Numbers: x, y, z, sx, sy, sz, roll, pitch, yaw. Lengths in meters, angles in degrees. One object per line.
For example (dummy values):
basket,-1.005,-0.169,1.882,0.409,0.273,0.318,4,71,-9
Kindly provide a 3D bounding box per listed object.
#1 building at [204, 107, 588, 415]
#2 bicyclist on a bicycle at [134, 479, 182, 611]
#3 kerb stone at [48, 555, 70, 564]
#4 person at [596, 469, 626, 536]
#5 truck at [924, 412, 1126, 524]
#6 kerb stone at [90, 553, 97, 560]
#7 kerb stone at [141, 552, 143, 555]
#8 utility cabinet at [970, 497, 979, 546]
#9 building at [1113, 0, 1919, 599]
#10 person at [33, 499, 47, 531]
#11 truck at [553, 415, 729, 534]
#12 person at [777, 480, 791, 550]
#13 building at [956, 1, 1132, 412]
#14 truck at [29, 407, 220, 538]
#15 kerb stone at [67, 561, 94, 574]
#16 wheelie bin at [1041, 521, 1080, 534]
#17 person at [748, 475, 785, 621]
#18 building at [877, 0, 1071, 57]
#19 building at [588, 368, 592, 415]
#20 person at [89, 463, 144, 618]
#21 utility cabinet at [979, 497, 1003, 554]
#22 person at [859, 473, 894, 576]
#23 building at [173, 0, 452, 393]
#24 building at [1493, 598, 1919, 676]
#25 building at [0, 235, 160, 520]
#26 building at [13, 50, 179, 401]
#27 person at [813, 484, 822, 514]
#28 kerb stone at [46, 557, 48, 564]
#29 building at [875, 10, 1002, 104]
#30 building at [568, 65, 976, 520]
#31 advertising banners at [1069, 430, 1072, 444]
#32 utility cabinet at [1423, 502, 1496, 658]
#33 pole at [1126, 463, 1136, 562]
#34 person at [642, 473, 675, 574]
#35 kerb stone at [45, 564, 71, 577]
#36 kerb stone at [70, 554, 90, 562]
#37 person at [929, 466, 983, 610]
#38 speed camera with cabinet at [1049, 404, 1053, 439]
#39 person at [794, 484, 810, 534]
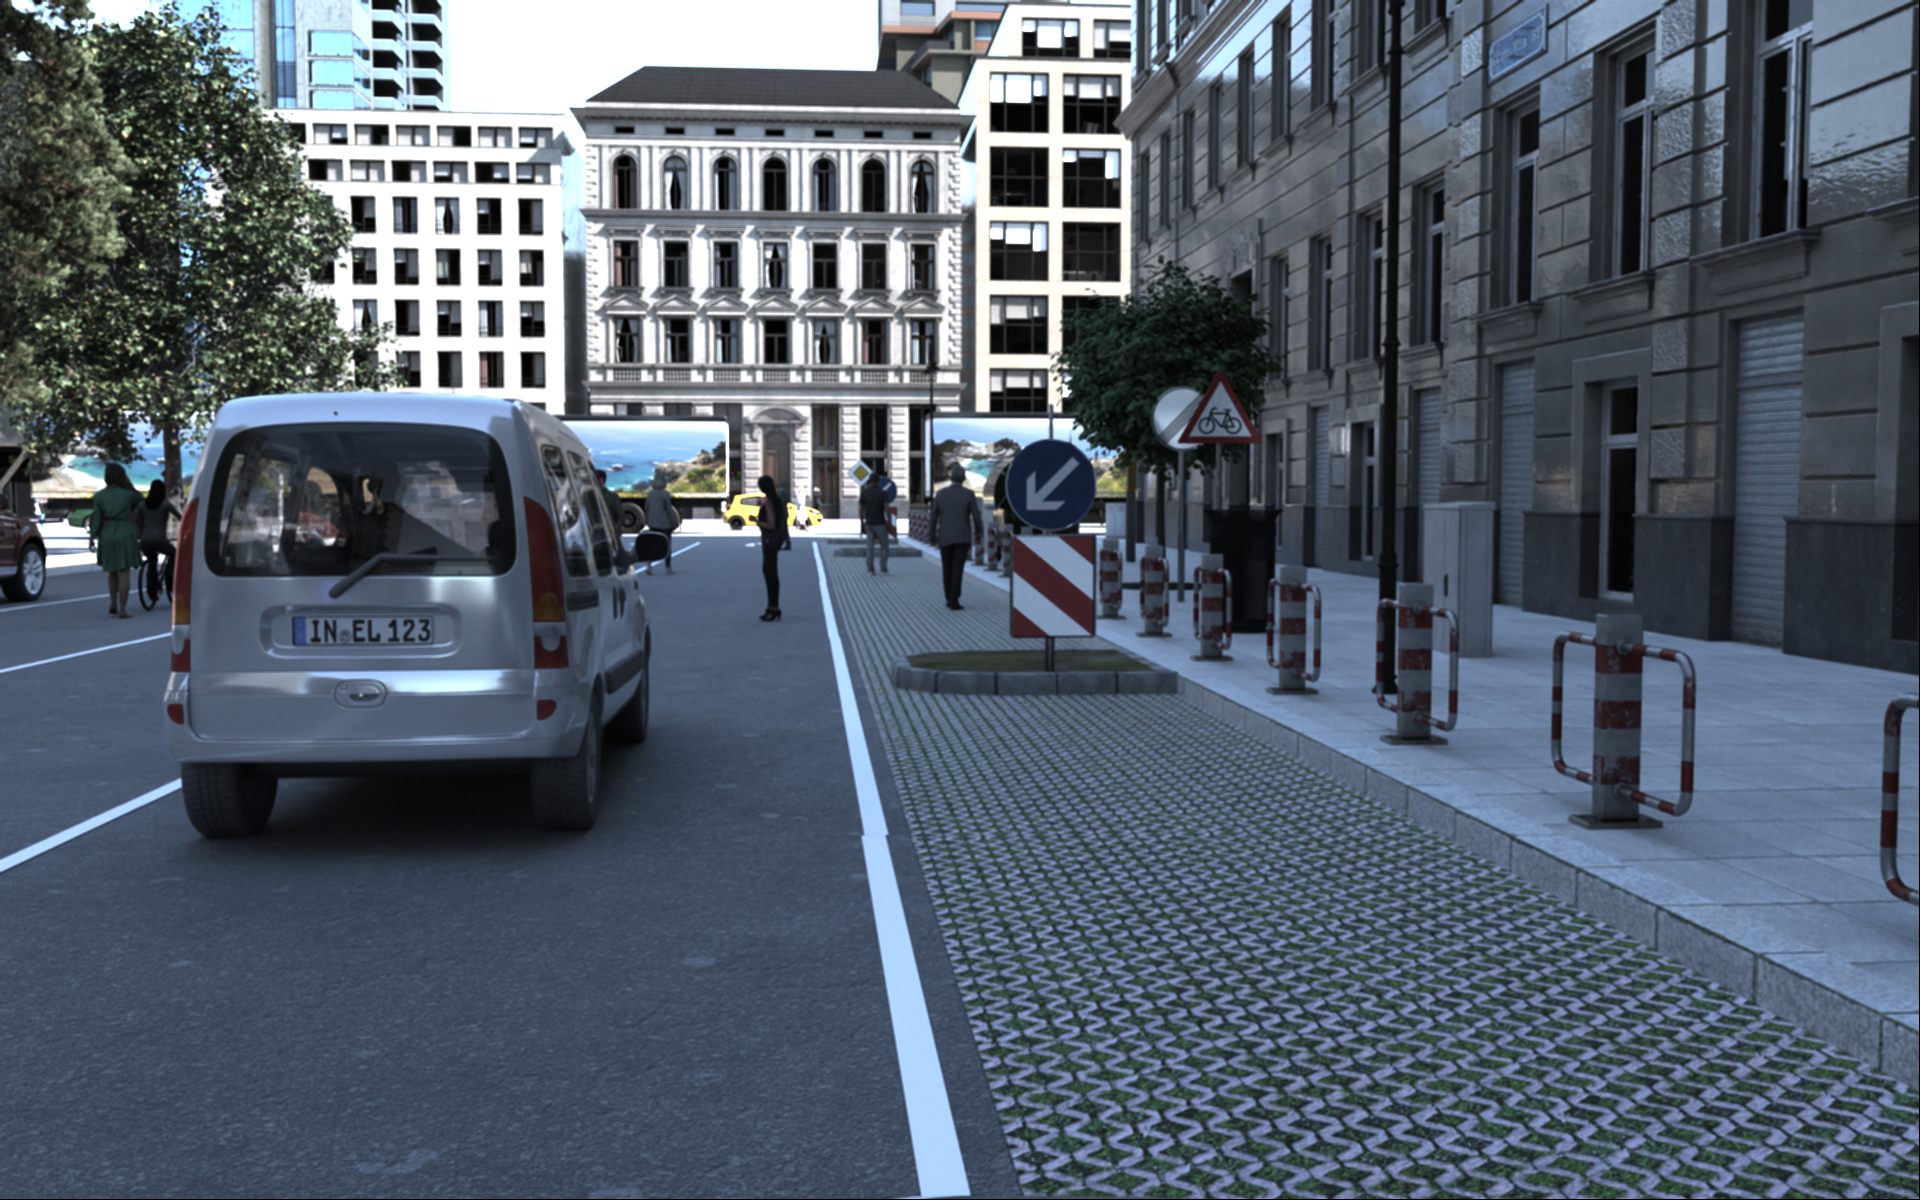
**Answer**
building,-28.464,-14.368,89.662,16.860,20.320,10.420,0,4,-5
bicyclist on a bicycle,-10.025,-0.715,21.709,1.499,1.676,1.625,0,4,-7
kerb stone,-18.515,-0.807,35.389,0.120,0.150,1.000,0,4,-5
person,-4.893,-0.855,23.011,0.617,1.759,0.750,3,5,40
truck,4.452,-4.395,60.775,11.283,4.237,2.839,0,4,-6
kerb stone,-18.698,-0.931,37.434,0.120,0.150,1.000,0,4,-5
kerb stone,-18.885,-1.057,39.479,0.120,0.150,1.000,0,4,-5
utility cabinet,0.384,-1.965,43.297,0.306,1.237,1.020,0,4,-8
building,11.180,-14.497,34.286,12.463,27.353,25.104,0,4,-5
person,-35.769,-3.552,67.406,0.563,1.720,0.643,1,4,15
truck,-14.023,-4.497,62.446,11.283,4.237,2.839,0,4,-6
person,-4.621,-2.175,44.235,0.590,1.801,0.661,1,4,8
building,16.877,-17.981,98.513,34.151,26.468,19.350,0,4,-5
truck,-23.393,-4.065,55.381,11.283,4.237,2.839,0,4,-5
kerb stone,-16.052,-0.566,31.471,0.120,0.150,1.000,0,4,-5
wheelie bin,1.594,-1.213,27.744,0.693,1.594,0.980,0,4,8
person,-2.207,-0.592,19.643,0.415,1.643,0.593,-2,4,-35
building,1.424,-39.725,191.507,21.231,58.520,28.212,0,4,-5
building,-57.571,-25.127,255.858,28.899,21.520,27.650,0,4,-5
person,-9.790,-0.694,20.097,0.600,1.795,0.529,-1,4,-23
utility cabinet,0.826,-1.601,37.334,0.306,1.237,1.020,-2,4,-27
person,-1.454,-1.327,30.331,0.598,1.807,0.434,2,4,27
building,-57.633,-51.561,155.697,22.319,86.520,31.000,0,4,-5
building,12.630,-12.957,9.114,12.463,27.353,25.104,0,4,-5
building,-51.634,-13.692,91.320,16.811,18.784,16.820,0,4,-5
building,-89.673,-34.438,186.761,21.600,48.544,21.300,0,4,-5
person,-6.765,-4.498,81.404,0.474,1.900,0.648,-3,4,-37
kerb stone,-18.423,-0.742,34.366,0.120,0.150,1.000,0,4,-5
building,3.245,-31.097,163.056,22.147,44.769,28.867,0,4,-5
building,-9.618,-16.038,91.095,19.941,23.489,11.050,0,4,-5
advertising banners,3.027,-3.177,48.138,0.090,3.025,2.074,0,4,2
utility cabinet,4.023,-0.176,14.046,0.306,1.237,1.020,0,4,0
pole,3.223,-2.372,32.632,0.158,3.312,0.155,0,3,0
person,-5.438,-1.361,30.942,0.709,1.800,0.728,2,4,25
kerb stone,-15.951,-0.501,30.448,0.120,0.150,1.000,0,4,-5
kerb stone,-18.606,-0.867,36.411,0.120,0.150,1.000,0,4,-5
person,-0.045,-0.777,21.597,0.661,1.777,0.834,0,4,7
speed camera with cabinet,2.058,-2.643,37.549,0.660,3.252,2.038,1,4,11
person,-5.664,-3.251,62.001,0.624,1.780,0.694,-1,4,-13
